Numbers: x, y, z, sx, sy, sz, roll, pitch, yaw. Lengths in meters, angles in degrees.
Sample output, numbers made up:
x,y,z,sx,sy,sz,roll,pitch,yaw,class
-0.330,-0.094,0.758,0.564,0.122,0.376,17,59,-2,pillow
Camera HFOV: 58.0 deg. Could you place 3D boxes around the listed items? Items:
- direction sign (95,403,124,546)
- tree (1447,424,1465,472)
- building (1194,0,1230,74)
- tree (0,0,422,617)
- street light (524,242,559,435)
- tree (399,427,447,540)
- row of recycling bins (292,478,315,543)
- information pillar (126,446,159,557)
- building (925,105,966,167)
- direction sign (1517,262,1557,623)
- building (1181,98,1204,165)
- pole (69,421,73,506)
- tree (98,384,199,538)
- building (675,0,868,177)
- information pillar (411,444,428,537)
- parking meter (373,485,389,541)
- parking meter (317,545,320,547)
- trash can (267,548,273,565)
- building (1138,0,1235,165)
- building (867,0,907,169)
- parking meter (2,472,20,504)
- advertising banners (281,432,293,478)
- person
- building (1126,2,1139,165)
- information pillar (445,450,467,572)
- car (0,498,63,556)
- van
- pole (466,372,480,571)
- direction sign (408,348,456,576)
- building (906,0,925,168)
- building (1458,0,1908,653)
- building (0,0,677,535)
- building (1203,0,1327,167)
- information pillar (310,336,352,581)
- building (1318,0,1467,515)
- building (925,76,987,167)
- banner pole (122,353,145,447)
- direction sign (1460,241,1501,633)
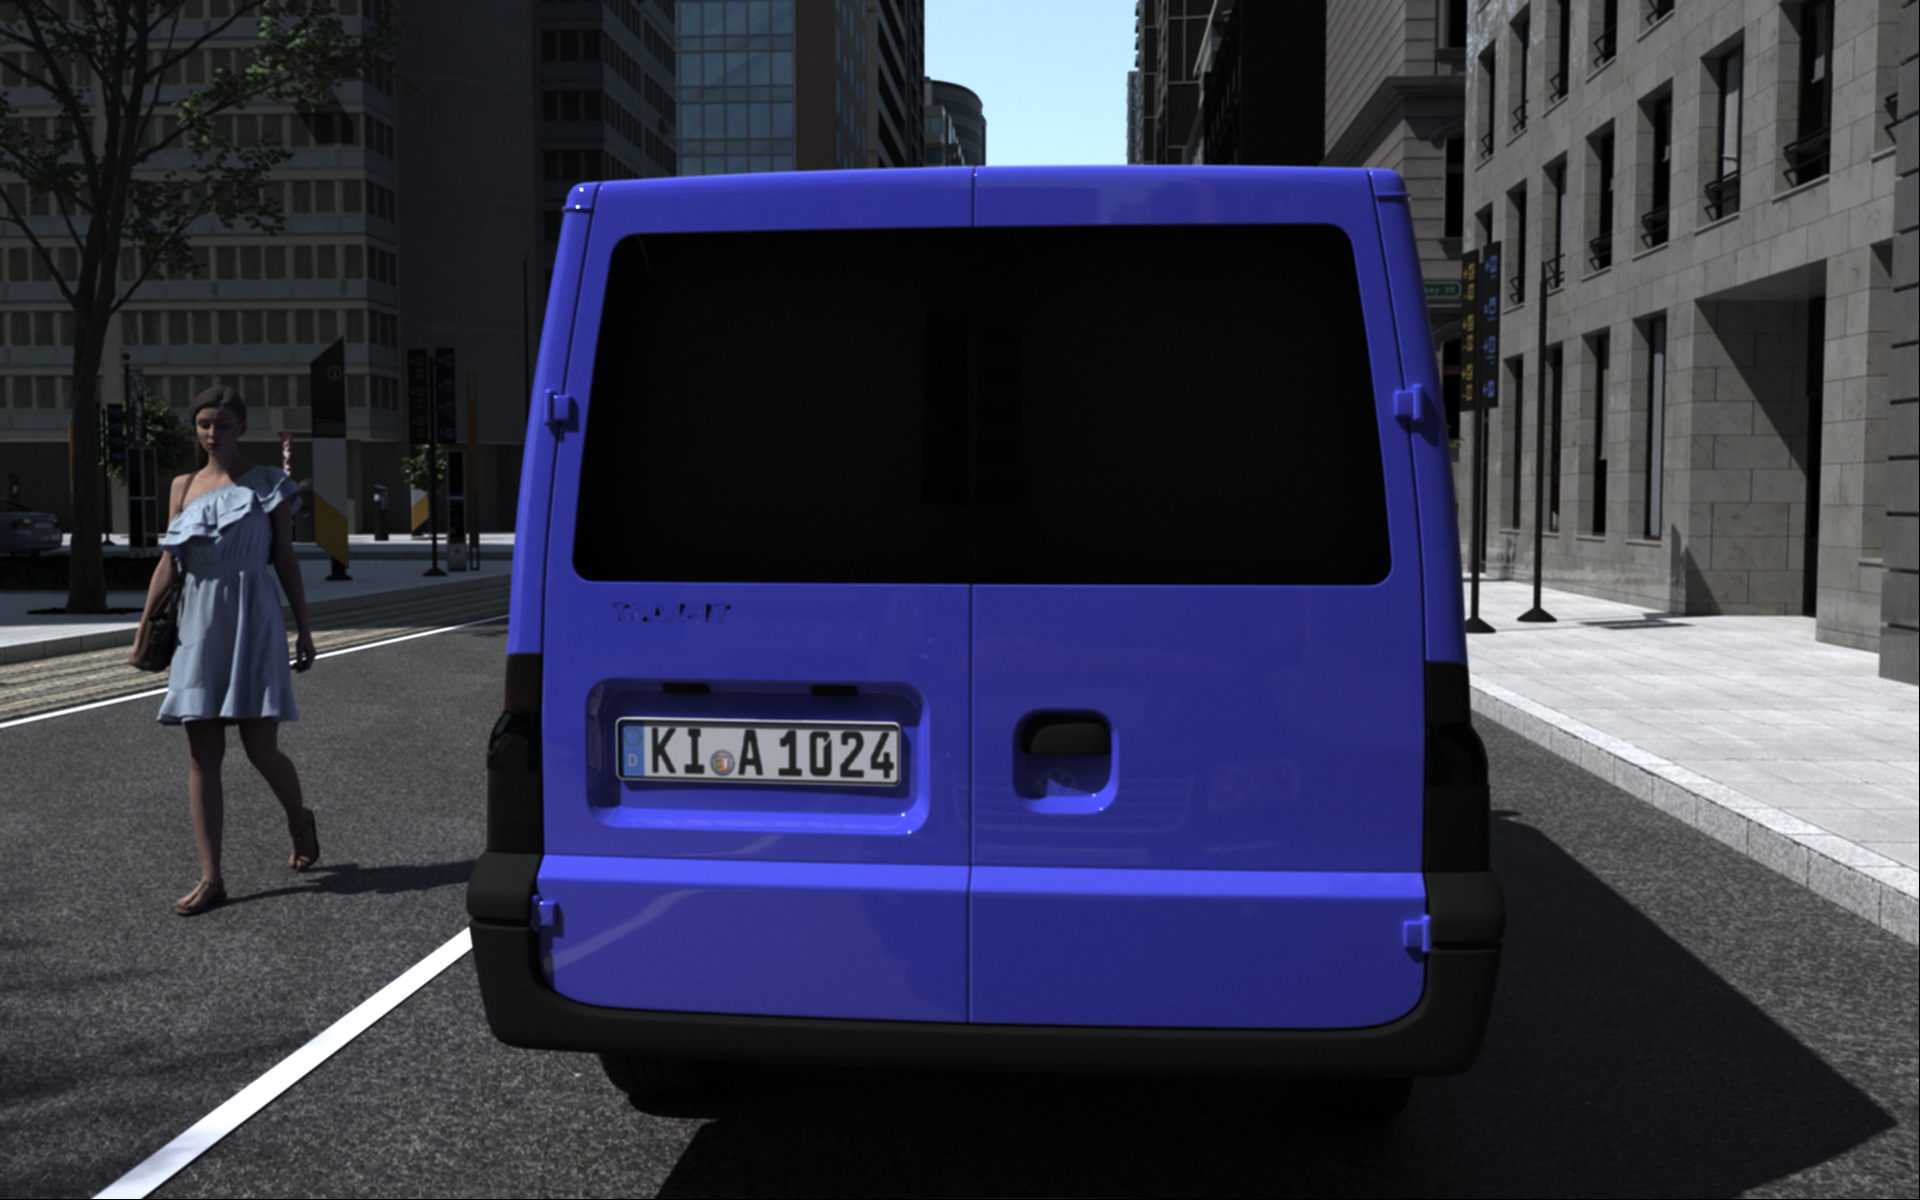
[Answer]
x,y,z,sx,sy,sz,roll,pitch,yaw,class
-21.321,-3.133,43.220,0.876,3.537,0.379,-3,5,-43,direction sign
6.402,-1.855,24.925,1.663,3.219,1.824,0,3,0,tree
30.607,-26.767,129.515,32.217,40.220,23.993,0,4,4,building
-9.242,-5.664,18.357,9.928,11.665,9.643,0,3,0,tree
-7.334,-3.605,31.476,1.470,5.913,1.316,0,4,4,street light
-15.049,-3.319,48.870,1.663,3.219,1.824,0,3,0,tree
-18.276,-2.392,46.228,3.534,1.692,1.069,2,4,30,row of recycling bins
-12.674,-1.368,26.865,0.304,2.012,0.304,1,4,17,information pillar
-10.715,-36.471,215.902,23.786,49.044,30.456,0,4,4,building
5.820,-1.552,17.369,0.379,3.537,0.876,1,4,19,direction sign
15.872,-14.224,81.711,9.793,20.994,18.267,0,4,4,building
-24.705,-3.330,48.297,0.158,3.312,0.155,0,3,0,pole
-24.237,-4.135,51.317,4.285,4.588,4.351,0,3,0,tree
-12.598,-27.014,91.790,14.600,45.320,14.200,0,4,4,building
-16.356,-3.731,52.359,0.504,3.616,0.183,-2,4,-30,information pillar
-15.870,-2.389,47.478,0.372,1.533,0.369,0,3,0,parking meter
-15.300,-2.038,41.730,0.372,1.533,0.369,0,3,0,parking meter
-12.798,-1.220,31.597,0.748,1.137,0.748,0,3,0,trash can
30.458,-47.519,215.179,20.563,71.187,20.611,0,4,4,building
-15.445,-30.697,125.599,21.300,48.544,21.600,0,4,4,building
-25.539,-2.504,46.647,0.255,1.863,0.399,1,4,8,parking meter
-19.728,-3.266,49.594,2.074,3.025,0.090,2,4,33,advertising banners
-2.628,0.146,6.200,0.616,1.811,0.778,0,4,7,person
33.417,-57.638,255.046,22.319,86.520,31.000,0,4,4,building
-8.367,-1.484,28.752,0.304,2.012,0.304,-1,4,-20,information pillar
-21.181,-1.476,36.129,4.499,1.417,2.014,0,4,4,car
0.263,-0.080,5.697,2.240,2.365,5.245,0,4,5,van
-8.170,-2.153,29.049,0.158,3.312,0.155,0,3,0,pole
-8.224,-2.143,27.028,0.876,3.537,0.379,1,4,23,direction sign
-11.741,-44.546,166.578,20.563,71.187,20.611,0,4,4,building
12.992,-10.090,19.729,10.420,20.320,16.860,0,4,4,building
-24.063,-22.805,64.743,32.217,40.220,23.993,0,4,4,building
15.666,-14.292,63.345,12.332,23.373,15.834,0,4,4,building
-9.312,-2.096,25.621,0.504,3.616,0.183,-3,4,-38,information pillar
21.616,-15.760,45.064,23.554,28.519,14.401,0,4,4,building
-7.451,-43.049,245.841,21.231,58.520,28.212,0,4,4,building
-14.588,-2.484,30.634,0.863,3.779,0.401,3,5,41,banner pole
4.787,-1.469,16.009,0.379,3.537,0.876,0,4,-4,direction sign
